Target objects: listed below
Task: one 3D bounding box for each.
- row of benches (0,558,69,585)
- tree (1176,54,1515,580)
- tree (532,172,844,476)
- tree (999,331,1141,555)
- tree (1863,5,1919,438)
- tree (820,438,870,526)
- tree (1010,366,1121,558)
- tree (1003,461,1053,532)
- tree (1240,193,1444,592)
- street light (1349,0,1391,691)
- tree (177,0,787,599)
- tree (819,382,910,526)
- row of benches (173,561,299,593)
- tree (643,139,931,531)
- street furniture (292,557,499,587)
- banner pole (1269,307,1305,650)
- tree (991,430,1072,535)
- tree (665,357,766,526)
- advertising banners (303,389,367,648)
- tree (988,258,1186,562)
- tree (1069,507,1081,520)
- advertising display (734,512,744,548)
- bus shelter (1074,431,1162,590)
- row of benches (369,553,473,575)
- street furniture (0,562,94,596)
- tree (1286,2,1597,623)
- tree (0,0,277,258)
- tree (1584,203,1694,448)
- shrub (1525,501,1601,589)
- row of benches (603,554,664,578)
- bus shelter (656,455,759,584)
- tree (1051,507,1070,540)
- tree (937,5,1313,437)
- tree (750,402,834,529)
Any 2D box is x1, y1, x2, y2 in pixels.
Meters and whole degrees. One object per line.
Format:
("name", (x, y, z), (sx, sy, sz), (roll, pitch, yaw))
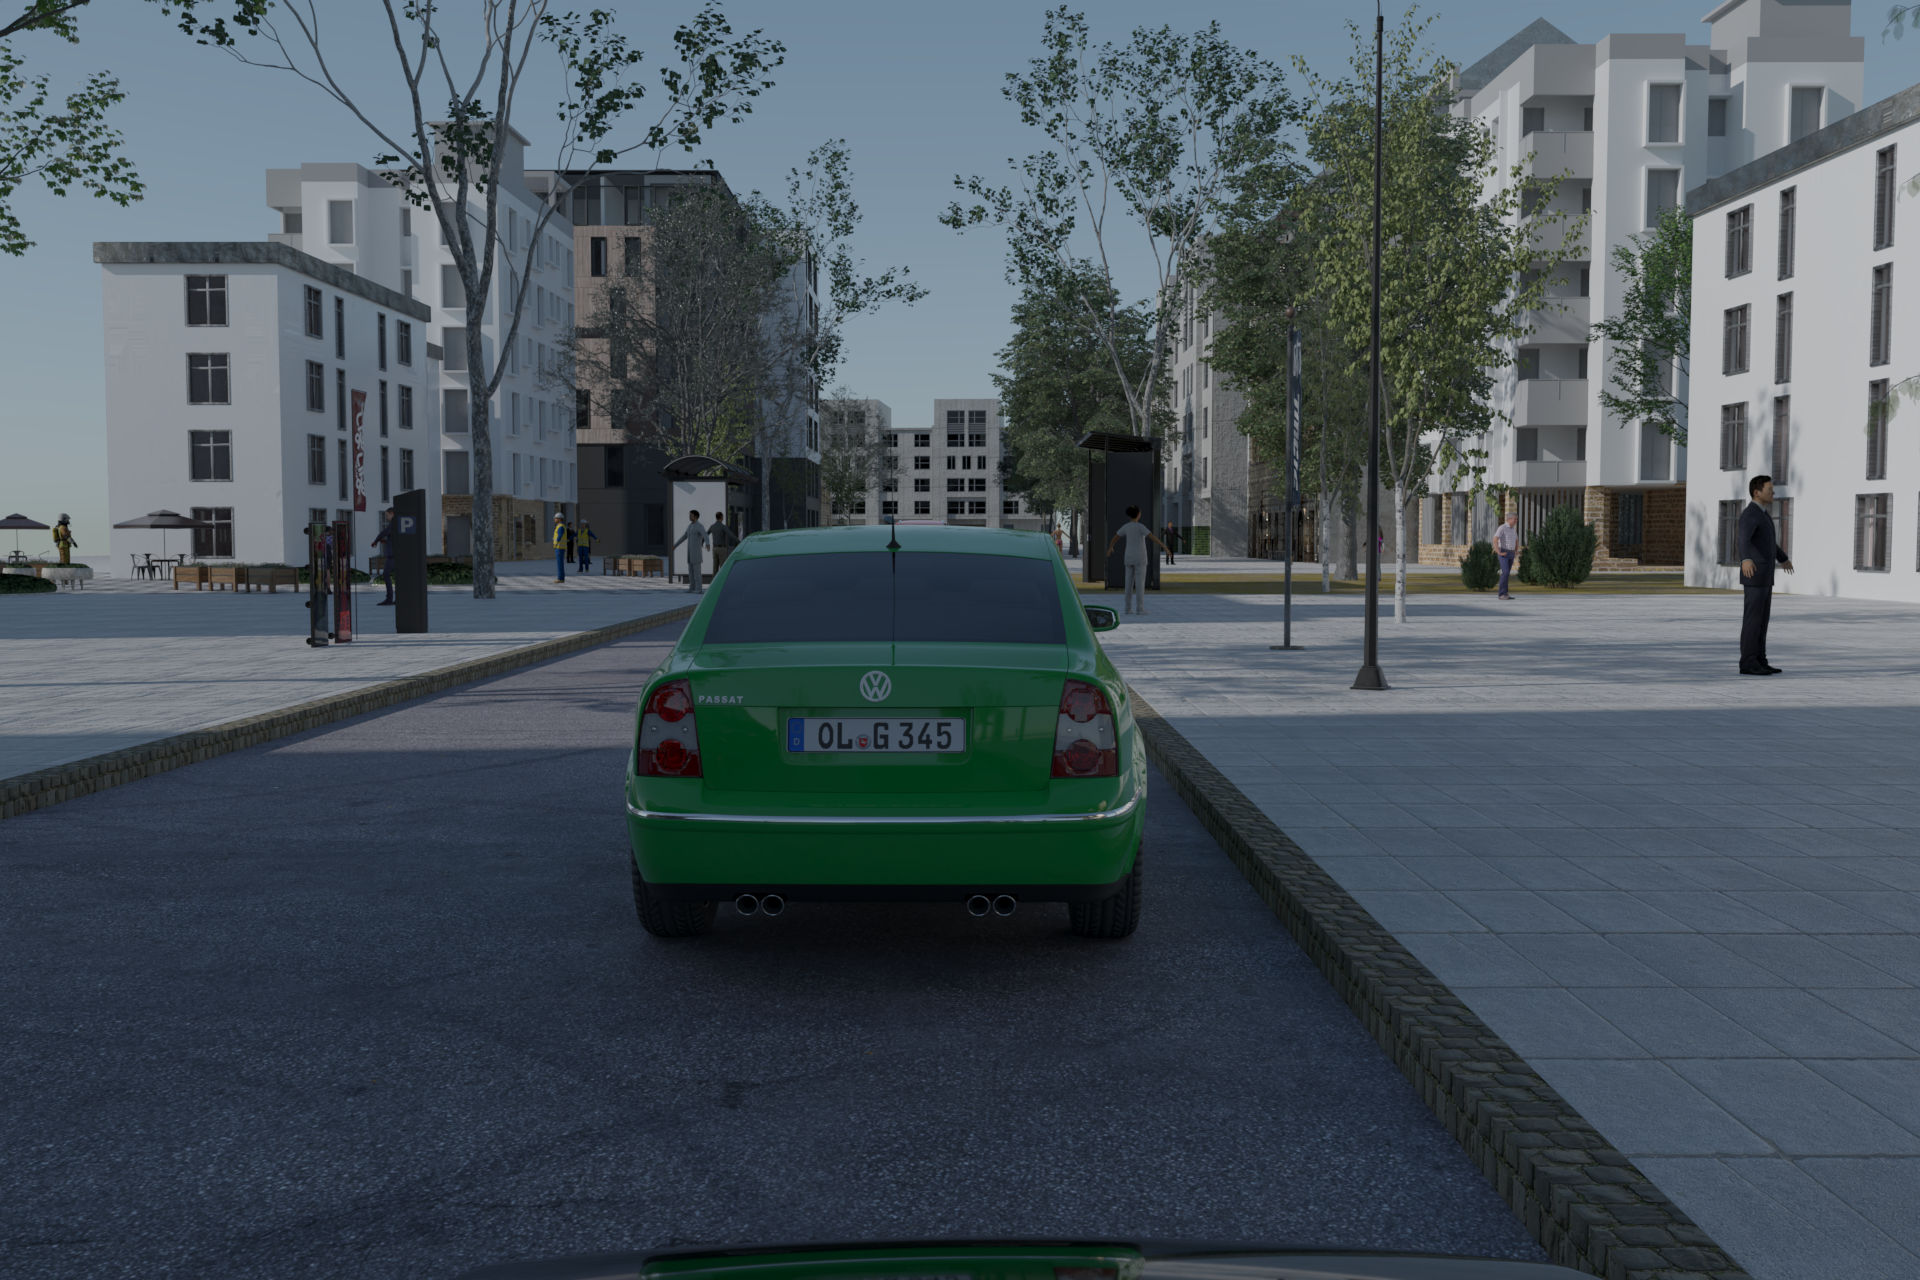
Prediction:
("row of benches", (-24.732, -1.736, 43.844), (4.104, 0.672, 1.422), (0, 4, 4))
("tree", (10.804, -8.648, 48.049), (9.857, 13.997, 8.962), (0, 3, 0))
("tree", (-8.965, -9.042, 58.202), (12.009, 13.543, 11.850), (0, 3, 0))
("tree", (7.021, -12.159, 105.459), (9.857, 13.997, 8.962), (0, 3, 0))
("tree", (5.427, -3.443, 6.662), (4.360, 8.622, 3.978), (0, 3, 0))
("tree", (-9.040, -11.172, 133.031), (4.737, 8.622, 4.395), (0, 3, 0))
("tree", (5.915, -9.687, 92.799), (7.601, 10.594, 8.767), (-3, 5, -41))
("tree", (6.588, -12.550, 139.597), (7.601, 10.594, 8.767), (-3, 5, -40))
("tree", (7.917, -5.380, 38.322), (4.360, 8.622, 3.978), (0, 3, 0))
("street light", (3.942, -2.546, 14.164), (1.470, 5.913, 1.316), (0, 4, 0))
("tree", (-9.460, -10.797, 32.423), (12.611, 20.169, 13.585), (0, 3, 0))
("tree", (-9.172, -14.118, 141.197), (12.009, 13.543, 11.850), (0, 3, 0))
("row of benches", (-16.170, -1.422, 38.715), (4.104, 0.672, 1.422), (3, 4, 36))
("tree", (-8.185, -13.866, 82.593), (12.611, 20.169, 13.585), (0, 3, 0))
("street furniture", (-15.283, -1.912, 46.894), (5.734, 0.657, 10.072), (-1, 4, -13))
("banner pole", (3.647, -1.771, 18.967), (0.401, 3.779, 0.863), (0, 3, 0))
("tree", (6.221, -11.429, 121.270), (8.767, 10.594, 7.601), (1, 4, 9))
("tree", (-9.796, -7.336, 70.307), (4.737, 8.622, 4.395), (0, 3, 0))
("advertising banners", (-7.302, -1.480, 20.381), (0.090, 3.025, 2.074), (0, 3, 0))
("tree", (6.041, -10.601, 79.987), (9.857, 13.997, 8.962), (0, 3, 0))
("tree", (16.646, -17.146, 230.699), (4.737, 8.622, 4.395), (0, 3, 0))
("advertising display", (-6.467, -2.782, 50.700), (0.123, 1.923, 0.974), (0, 4, 2))
("bus shelter", (3.837, -3.131, 42.471), (1.731, 3.624, 6.357), (0, 4, 1))
("row of benches", (-16.934, -2.437, 55.310), (4.104, 0.672, 1.422), (-3, 5, -42))
("street furniture", (-24.347, -1.355, 37.783), (10.072, 0.657, 5.734), (0, 4, 3))
("tree", (6.425, -4.539, 24.570), (4.737, 8.622, 4.395), (0, 3, 0))
("tree", (-9.254, -5.392, 13.920), (9.928, 11.665, 9.643), (0, 3, 0))
("tree", (22.320, -7.617, 50.300), (9.928, 11.665, 9.643), (0, 3, 0))
("shrub", (14.257, -2.257, 40.941), (1.661, 2.075, 1.752), (0, 3, 0))
("row of benches", (-9.904, -2.264, 52.485), (1.422, 0.672, 4.104), (-2, 4, -28))
("bus shelter", (-6.749, -3.242, 46.927), (2.014, 3.302, 5.546), (0, 4, 0))
("tree", (7.160, -10.912, 128.774), (4.737, 8.622, 4.395), (0, 3, 0))
("tree", (5.837, -12.649, 62.699), (12.611, 20.169, 13.585), (0, 3, 0))
("tree", (-9.723, -8.802, 94.276), (4.360, 8.622, 3.978), (0, 3, 0))
